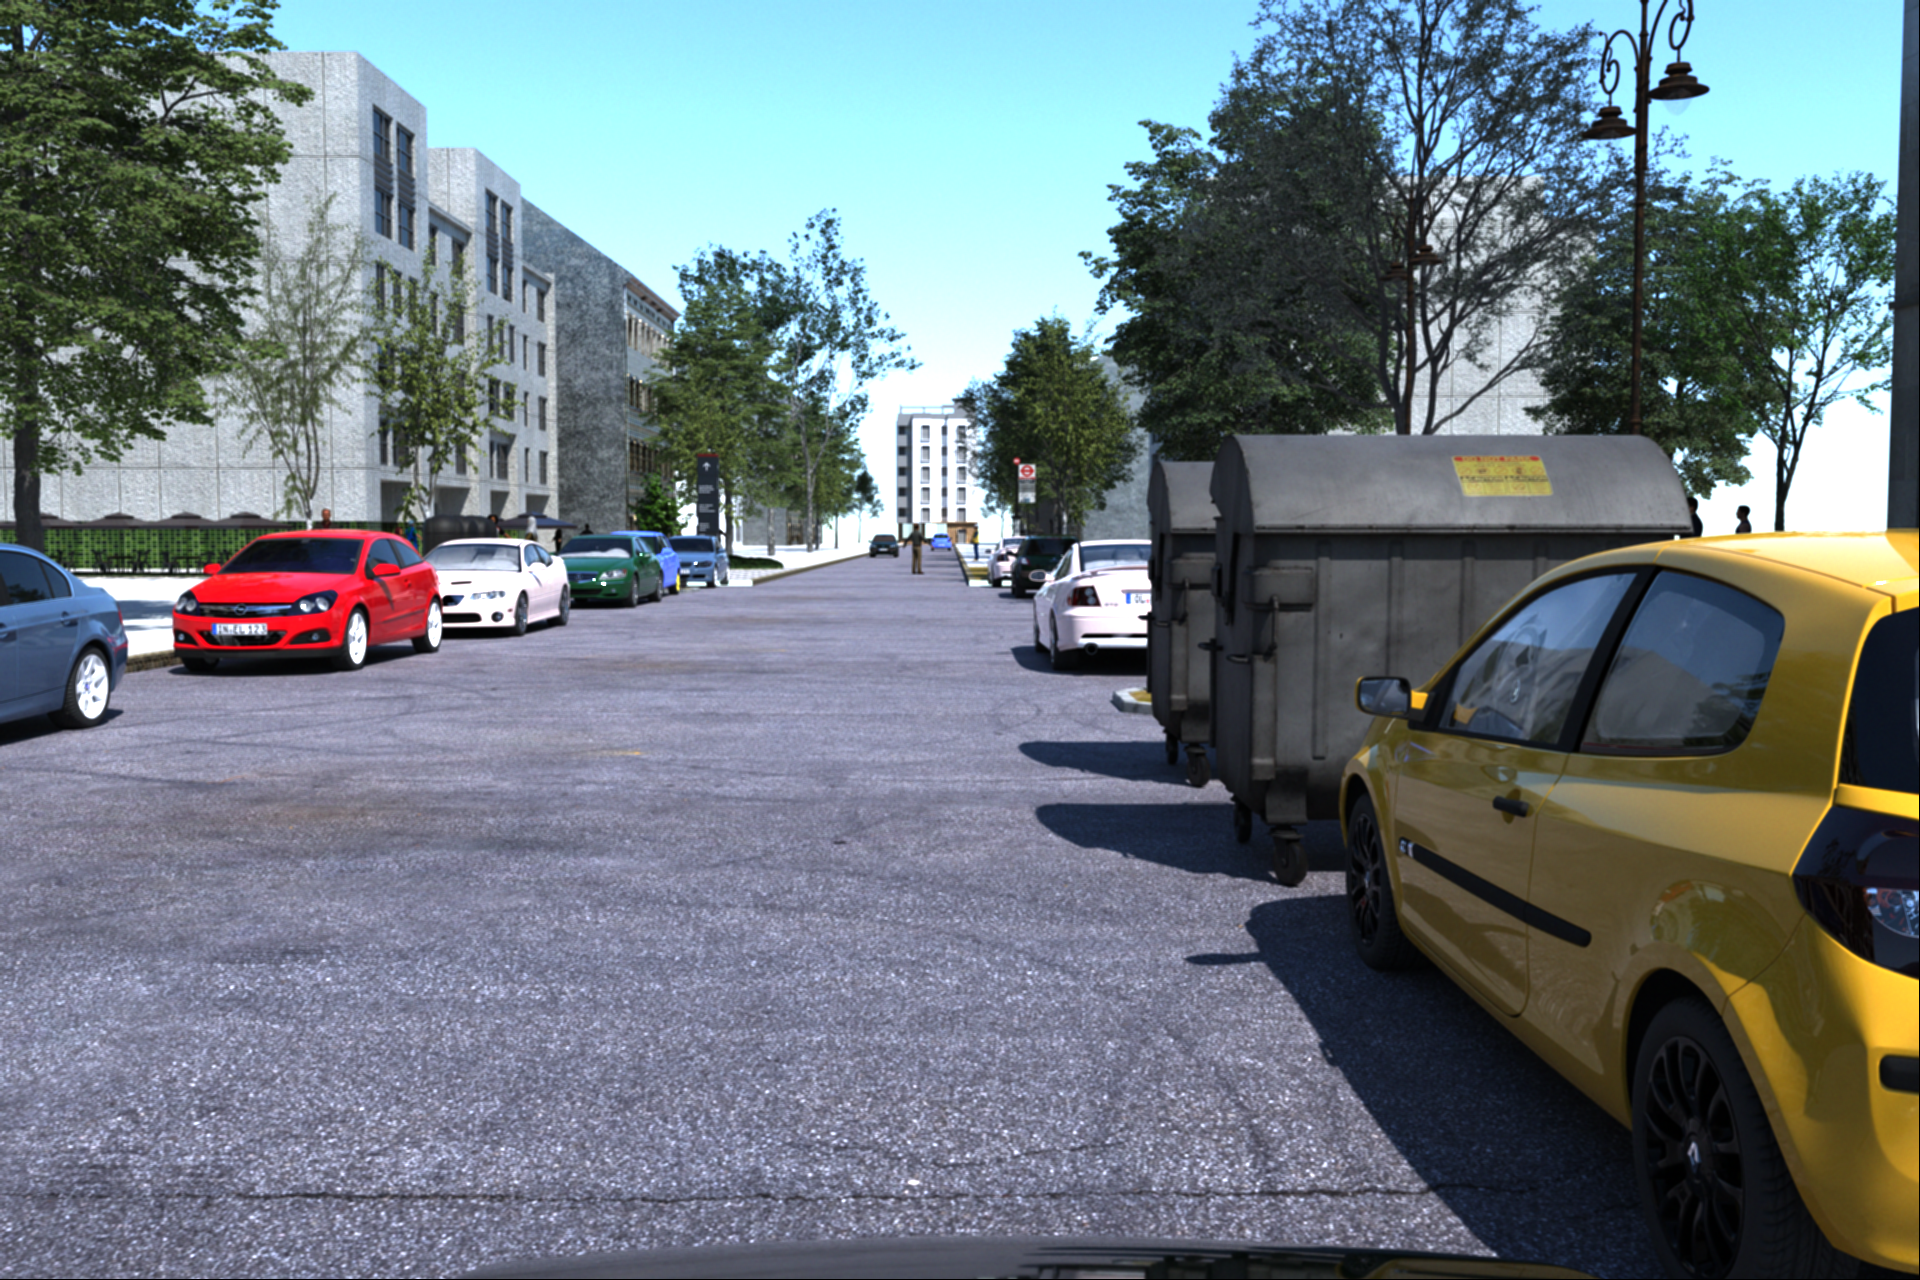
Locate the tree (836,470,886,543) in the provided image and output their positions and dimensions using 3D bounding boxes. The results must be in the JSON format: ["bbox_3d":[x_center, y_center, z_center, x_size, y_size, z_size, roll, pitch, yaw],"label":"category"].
[{"bbox_3d":[-13.767,-18.787,241.571,7.601,10.594,8.767,0,4,-4],"label":"tree"}]

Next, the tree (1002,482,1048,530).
[{"bbox_3d":[4.724,-10.923,128.958,4.360,8.622,3.978,0,3,0],"label":"tree"}]

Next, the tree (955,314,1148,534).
[{"bbox_3d":[4.261,-8.483,73.104,8.767,10.594,7.601,-2,4,-33],"label":"tree"}]

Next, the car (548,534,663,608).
[{"bbox_3d":[-7.224,-1.430,35.180,2.131,1.459,4.920,0,3,0],"label":"car"}]

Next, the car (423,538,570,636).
[{"bbox_3d":[-7.071,-0.818,25.741,2.083,1.381,4.827,0,4,-1],"label":"car"}]

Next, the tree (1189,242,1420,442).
[{"bbox_3d":[11.187,-8.113,58.398,9.928,11.665,9.643,0,3,0],"label":"tree"}]

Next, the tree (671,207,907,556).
[{"bbox_3d":[-9.833,-14.940,100.164,12.611,20.169,13.585,0,3,0],"label":"tree"}]

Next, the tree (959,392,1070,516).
[{"bbox_3d":[4.856,-14.559,148.415,12.009,13.543,11.850,0,3,0],"label":"tree"}]

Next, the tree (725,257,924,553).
[{"bbox_3d":[-9.334,-16.072,118.659,12.611,20.169,13.585,0,3,0],"label":"tree"}]

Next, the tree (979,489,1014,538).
[{"bbox_3d":[6.087,-18.700,240.159,7.601,10.594,8.767,0,4,4],"label":"tree"}]

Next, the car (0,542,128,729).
[{"bbox_3d":[-7.247,0.030,11.507,2.014,1.417,4.499,0,4,-1],"label":"car"}]

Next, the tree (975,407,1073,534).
[{"bbox_3d":[4.552,-11.418,121.100,7.601,10.594,8.767,-1,4,-14],"label":"tree"}]

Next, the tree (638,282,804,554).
[{"bbox_3d":[-10.986,-9.827,78.801,7.486,12.596,7.792,0,3,0],"label":"tree"}]

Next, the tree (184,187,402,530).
[{"bbox_3d":[-13.399,-5.249,36.182,4.360,8.622,3.978,0,3,0],"label":"tree"}]

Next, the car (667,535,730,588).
[{"bbox_3d":[-7.369,-2.172,47.511,2.014,1.417,4.499,0,4,-1],"label":"car"}]

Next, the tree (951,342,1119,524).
[{"bbox_3d":[4.673,-11.897,104.890,12.009,13.543,11.850,0,3,0],"label":"tree"}]

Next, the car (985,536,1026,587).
[{"bbox_3d":[1.747,-2.183,48.060,2.083,1.381,4.827,0,4,-1],"label":"car"}]

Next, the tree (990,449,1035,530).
[{"bbox_3d":[4.356,-11.394,136.656,4.737,8.622,4.395,0,3,0],"label":"tree"}]

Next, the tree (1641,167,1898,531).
[{"bbox_3d":[23.626,-7.555,49.283,9.928,11.665,9.643,0,3,0],"label":"tree"}]

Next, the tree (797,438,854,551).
[{"bbox_3d":[-10.413,-11.030,130.700,4.737,8.622,4.395,0,3,0],"label":"tree"}]

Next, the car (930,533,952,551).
[{"bbox_3d":[-1.634,-8.501,148.582,1.945,1.707,3.694,0,4,-2],"label":"car"}]

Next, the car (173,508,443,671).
[{"bbox_3d":[-7.210,-0.637,19.456,2.155,1.783,4.494,0,4,0],"label":"car"}]

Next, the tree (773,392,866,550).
[{"bbox_3d":[-11.363,-13.496,138.781,7.486,12.596,7.792,0,3,0],"label":"tree"}]

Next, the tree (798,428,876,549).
[{"bbox_3d":[-10.526,-13.239,150.876,8.767,10.594,7.601,3,5,44],"label":"tree"}]

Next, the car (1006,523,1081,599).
[{"bbox_3d":[2.068,-1.840,39.867,2.009,1.686,4.222,0,3,0],"label":"car"}]

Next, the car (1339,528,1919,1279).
[{"bbox_3d":[2.172,0.347,4.556,2.015,1.641,3.980,0,3,0],"label":"car"}]

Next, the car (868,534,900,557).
[{"bbox_3d":[-4.696,-5.984,107.630,2.009,1.686,4.222,0,4,0],"label":"car"}]

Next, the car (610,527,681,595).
[{"bbox_3d":[-7.488,-1.841,39.687,1.945,1.707,3.694,0,4,0],"label":"car"}]

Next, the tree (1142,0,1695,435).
[{"bbox_3d":[8.490,-7.481,32.680,12.009,13.543,11.850,0,3,0],"label":"tree"}]

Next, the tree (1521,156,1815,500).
[{"bbox_3d":[24.283,-9.379,60.007,9.857,13.997,8.962,0,3,0],"label":"tree"}]

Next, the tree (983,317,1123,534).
[{"bbox_3d":[4.630,-10.587,91.222,7.486,12.596,7.792,0,3,0],"label":"tree"}]

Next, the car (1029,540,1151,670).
[{"bbox_3d":[1.859,-0.443,19.610,2.083,1.381,4.827,0,4,-1],"label":"car"}]

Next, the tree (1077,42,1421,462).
[{"bbox_3d":[7.912,-8.561,46.634,9.857,13.997,8.962,0,3,0],"label":"tree"}]

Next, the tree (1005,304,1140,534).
[{"bbox_3d":[3.652,-6.491,56.490,4.737,8.622,4.395,0,3,0],"label":"tree"}]

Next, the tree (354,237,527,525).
[{"bbox_3d":[-13.434,-5.728,44.019,4.737,8.622,4.395,0,3,0],"label":"tree"}]

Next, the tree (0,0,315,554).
[{"bbox_3d":[-13.102,-6.492,24.271,7.486,12.596,7.792,0,3,0],"label":"tree"}]

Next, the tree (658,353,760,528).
[{"bbox_3d":[-10.275,-7.341,70.382,4.737,8.622,4.395,0,3,0],"label":"tree"}]
